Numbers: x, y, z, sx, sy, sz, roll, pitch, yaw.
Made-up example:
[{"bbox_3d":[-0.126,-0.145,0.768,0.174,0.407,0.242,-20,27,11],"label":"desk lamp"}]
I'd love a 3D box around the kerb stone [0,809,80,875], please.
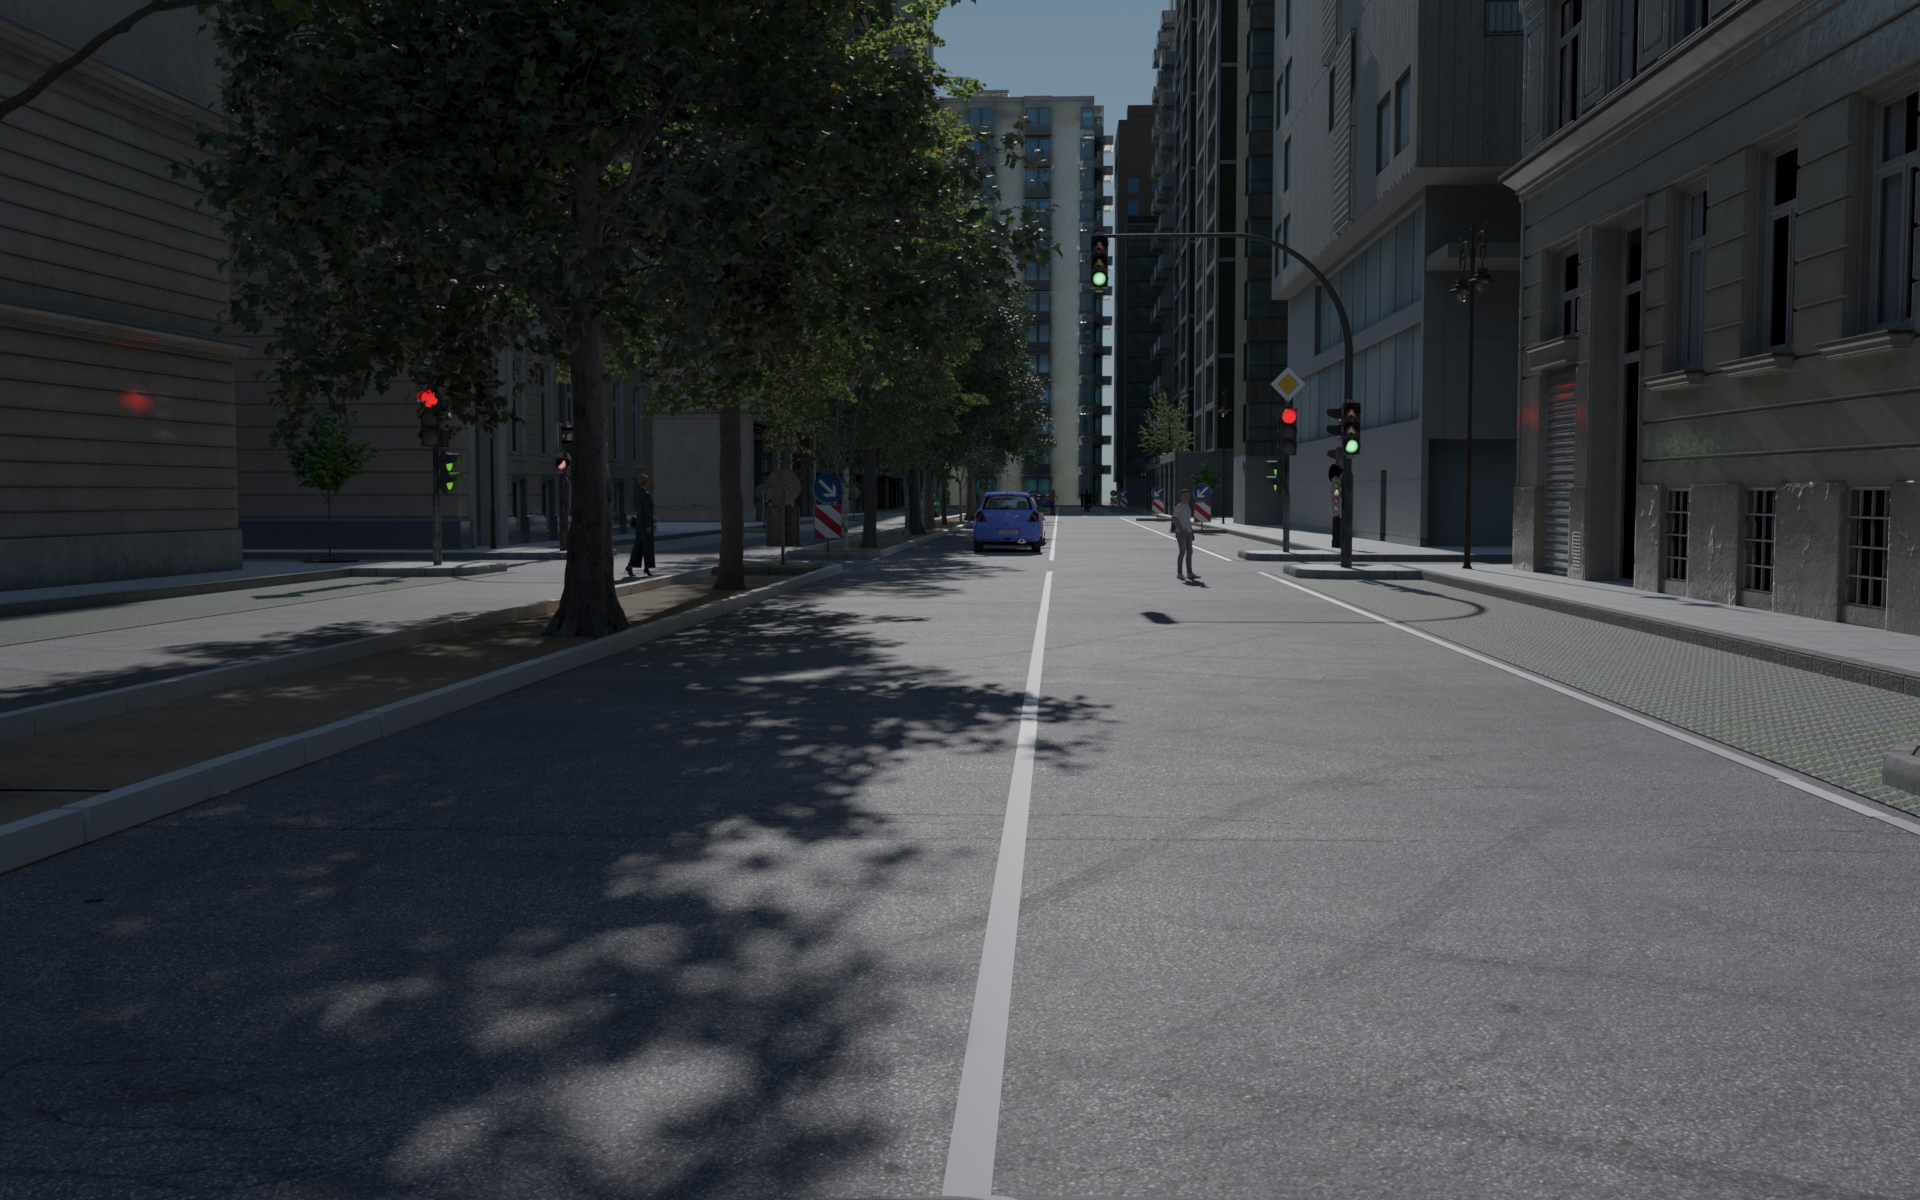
[{"bbox_3d":[-3.665,0.959,6.572,0.120,0.150,1.000,0,4,3],"label":"kerb stone"}]

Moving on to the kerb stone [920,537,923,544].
[{"bbox_3d":[-1.211,-1.644,49.071,0.120,0.150,1.000,0,4,3],"label":"kerb stone"}]

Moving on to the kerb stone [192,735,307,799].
[{"bbox_3d":[-3.542,0.830,8.627,0.120,0.150,1.000,0,4,3],"label":"kerb stone"}]

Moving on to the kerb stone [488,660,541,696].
[{"bbox_3d":[-3.306,0.582,12.733,0.120,0.150,1.000,0,4,3],"label":"kerb stone"}]

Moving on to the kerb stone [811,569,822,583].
[{"bbox_3d":[-2.416,-0.361,28.099,0.120,0.150,1.000,0,4,3],"label":"kerb stone"}]

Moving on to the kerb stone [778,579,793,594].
[{"bbox_3d":[-2.590,-0.173,25.030,0.120,0.150,1.000,0,4,3],"label":"kerb stone"}]

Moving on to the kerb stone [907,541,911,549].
[{"bbox_3d":[-1.450,-1.393,44.969,0.120,0.150,1.000,0,4,3],"label":"kerb stone"}]

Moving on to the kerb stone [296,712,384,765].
[{"bbox_3d":[-3.481,0.774,9.651,0.120,0.150,1.000,0,4,3],"label":"kerb stone"}]

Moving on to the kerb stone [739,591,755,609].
[{"bbox_3d":[-2.773,0.017,21.951,0.120,0.150,1.000,0,4,3],"label":"kerb stone"}]

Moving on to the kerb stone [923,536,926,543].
[{"bbox_3d":[-1.150,-1.707,50.103,0.120,0.150,1.000,0,4,3],"label":"kerb stone"}]

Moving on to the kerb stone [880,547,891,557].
[{"bbox_3d":[-1.748,-1.080,39.852,0.120,0.150,1.000,0,4,3],"label":"kerb stone"}]

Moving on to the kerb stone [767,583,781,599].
[{"bbox_3d":[-2.656,-0.105,23.999,0.120,0.150,1.000,0,4,3],"label":"kerb stone"}]

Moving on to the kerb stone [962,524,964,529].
[{"bbox_3d":[-0.025,-2.896,69.546,0.120,0.150,1.000,0,4,3],"label":"kerb stone"}]

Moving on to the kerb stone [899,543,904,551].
[{"bbox_3d":[-1.566,-1.268,42.928,0.120,0.150,1.000,0,4,3],"label":"kerb stone"}]

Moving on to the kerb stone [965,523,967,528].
[{"bbox_3d":[0.088,-3.021,71.587,0.120,0.150,1.000,0,4,3],"label":"kerb stone"}]

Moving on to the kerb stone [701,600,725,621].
[{"bbox_3d":[-2.891,0.140,19.903,0.120,0.150,1.000,0,4,3],"label":"kerb stone"}]

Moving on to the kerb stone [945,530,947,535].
[{"bbox_3d":[-0.619,-2.270,59.320,0.120,0.150,1.000,0,4,3],"label":"kerb stone"}]

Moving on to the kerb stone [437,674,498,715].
[{"bbox_3d":[-3.359,0.643,11.702,0.120,0.150,1.000,0,4,3],"label":"kerb stone"}]

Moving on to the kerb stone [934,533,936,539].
[{"bbox_3d":[-0.920,-1.957,54.199,0.120,0.150,1.000,0,4,3],"label":"kerb stone"}]

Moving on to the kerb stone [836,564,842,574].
[{"bbox_3d":[-2.238,-0.547,31.169,0.120,0.150,1.000,0,4,3],"label":"kerb stone"}]

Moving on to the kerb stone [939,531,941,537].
[{"bbox_3d":[-0.793,-2.081,56.249,0.120,0.150,1.000,0,4,3],"label":"kerb stone"}]

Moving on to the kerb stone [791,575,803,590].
[{"bbox_3d":[-2.533,-0.234,26.050,0.120,0.150,1.000,0,4,3],"label":"kerb stone"}]

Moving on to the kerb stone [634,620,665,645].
[{"bbox_3d":[-3.066,0.328,16.831,0.120,0.150,1.000,0,4,3],"label":"kerb stone"}]

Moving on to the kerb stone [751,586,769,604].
[{"bbox_3d":[-2.717,-0.048,22.973,0.120,0.150,1.000,0,4,3],"label":"kerb stone"}]

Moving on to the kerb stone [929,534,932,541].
[{"bbox_3d":[-1.030,-1.832,52.146,0.120,0.150,1.000,0,4,3],"label":"kerb stone"}]

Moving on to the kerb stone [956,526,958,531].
[{"bbox_3d":[-0.262,-2.646,65.456,0.120,0.150,1.000,0,4,3],"label":"kerb stone"}]

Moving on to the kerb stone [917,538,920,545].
[{"bbox_3d":[-1.272,-1.581,48.040,0.120,0.150,1.000,0,4,3],"label":"kerb stone"}]

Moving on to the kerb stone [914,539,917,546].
[{"bbox_3d":[-1.341,-1.518,47.013,0.120,0.150,1.000,0,4,3],"label":"kerb stone"}]

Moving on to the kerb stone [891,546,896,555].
[{"bbox_3d":[-1.682,-1.143,40.886,0.120,0.150,1.000,0,4,3],"label":"kerb stone"}]

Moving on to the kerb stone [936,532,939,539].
[{"bbox_3d":[-0.854,-2.020,55.219,0.120,0.150,1.000,0,4,3],"label":"kerb stone"}]

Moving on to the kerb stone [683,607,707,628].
[{"bbox_3d":[-2.950,0.207,18.883,0.120,0.150,1.000,0,4,3],"label":"kerb stone"}]

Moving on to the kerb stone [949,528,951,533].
[{"bbox_3d":[-0.499,-2.396,61.363,0.120,0.150,1.000,0,4,3],"label":"kerb stone"}]

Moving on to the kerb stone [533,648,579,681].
[{"bbox_3d":[-3.247,0.522,13.753,0.120,0.150,1.000,0,4,3],"label":"kerb stone"}]

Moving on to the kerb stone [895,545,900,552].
[{"bbox_3d":[-1.626,-1.203,41.907,0.120,0.150,1.000,0,4,3],"label":"kerb stone"}]

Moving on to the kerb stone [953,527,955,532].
[{"bbox_3d":[-0.382,-2.521,63.413,0.120,0.150,1.000,0,4,3],"label":"kerb stone"}]

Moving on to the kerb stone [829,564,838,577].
[{"bbox_3d":[-2.297,-0.486,30.144,0.120,0.150,1.000,0,4,3],"label":"kerb stone"}]

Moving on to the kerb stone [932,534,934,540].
[{"bbox_3d":[-0.978,-1.893,53.173,0.120,0.150,1.000,0,4,3],"label":"kerb stone"}]

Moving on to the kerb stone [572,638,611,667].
[{"bbox_3d":[-3.186,0.460,14.779,0.120,0.150,1.000,0,4,3],"label":"kerb stone"}]

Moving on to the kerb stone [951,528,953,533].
[{"bbox_3d":[-0.450,-2.457,62.394,0.120,0.150,1.000,0,4,3],"label":"kerb stone"}]

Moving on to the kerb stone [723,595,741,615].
[{"bbox_3d":[-2.828,0.079,20.931,0.120,0.150,1.000,0,4,3],"label":"kerb stone"}]

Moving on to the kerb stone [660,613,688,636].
[{"bbox_3d":[-3.003,0.265,17.857,0.120,0.150,1.000,0,4,3],"label":"kerb stone"}]

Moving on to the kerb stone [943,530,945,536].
[{"bbox_3d":[-0.682,-2.208,58.292,0.120,0.150,1.000,0,4,3],"label":"kerb stone"}]

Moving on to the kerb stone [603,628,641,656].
[{"bbox_3d":[-3.119,0.394,15.805,0.120,0.150,1.000,0,4,3],"label":"kerb stone"}]

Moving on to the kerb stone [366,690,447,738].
[{"bbox_3d":[-3.418,0.704,10.682,0.120,0.150,1.000,0,4,3],"label":"kerb stone"}]

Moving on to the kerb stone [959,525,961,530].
[{"bbox_3d":[-0.149,-2.771,67.498,0.120,0.150,1.000,0,4,3],"label":"kerb stone"}]

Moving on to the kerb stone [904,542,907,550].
[{"bbox_3d":[-1.504,-1.330,43.948,0.120,0.150,1.000,0,4,3],"label":"kerb stone"}]

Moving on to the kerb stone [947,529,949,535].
[{"bbox_3d":[-0.554,-2.327,60.341,0.120,0.150,1.000,0,4,3],"label":"kerb stone"}]

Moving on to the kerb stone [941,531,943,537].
[{"bbox_3d":[-0.735,-2.145,57.271,0.120,0.150,1.000,0,4,3],"label":"kerb stone"}]

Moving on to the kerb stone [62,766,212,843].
[{"bbox_3d":[-3.603,0.894,7.607,0.120,0.150,1.000,0,4,3],"label":"kerb stone"}]

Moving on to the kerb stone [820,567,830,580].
[{"bbox_3d":[-2.359,-0.423,29.119,0.120,0.150,1.000,0,4,3],"label":"kerb stone"}]

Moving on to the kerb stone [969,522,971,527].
[{"bbox_3d":[0.266,-3.209,74.666,0.120,0.150,1.000,0,4,3],"label":"kerb stone"}]

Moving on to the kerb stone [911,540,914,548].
[{"bbox_3d":[-1.386,-1.455,45.992,0.120,0.150,1.000,0,4,3],"label":"kerb stone"}]

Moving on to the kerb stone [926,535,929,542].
[{"bbox_3d":[-1.094,-1.769,51.126,0.120,0.150,1.000,0,4,3],"label":"kerb stone"}]

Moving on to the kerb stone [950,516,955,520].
[{"bbox_3d":[-0.534,-4.590,97.306,0.120,0.150,1.000,0,4,3],"label":"kerb stone"}]

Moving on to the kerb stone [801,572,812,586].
[{"bbox_3d":[-2.480,-0.298,27.071,0.120,0.150,1.000,0,4,3],"label":"kerb stone"}]
